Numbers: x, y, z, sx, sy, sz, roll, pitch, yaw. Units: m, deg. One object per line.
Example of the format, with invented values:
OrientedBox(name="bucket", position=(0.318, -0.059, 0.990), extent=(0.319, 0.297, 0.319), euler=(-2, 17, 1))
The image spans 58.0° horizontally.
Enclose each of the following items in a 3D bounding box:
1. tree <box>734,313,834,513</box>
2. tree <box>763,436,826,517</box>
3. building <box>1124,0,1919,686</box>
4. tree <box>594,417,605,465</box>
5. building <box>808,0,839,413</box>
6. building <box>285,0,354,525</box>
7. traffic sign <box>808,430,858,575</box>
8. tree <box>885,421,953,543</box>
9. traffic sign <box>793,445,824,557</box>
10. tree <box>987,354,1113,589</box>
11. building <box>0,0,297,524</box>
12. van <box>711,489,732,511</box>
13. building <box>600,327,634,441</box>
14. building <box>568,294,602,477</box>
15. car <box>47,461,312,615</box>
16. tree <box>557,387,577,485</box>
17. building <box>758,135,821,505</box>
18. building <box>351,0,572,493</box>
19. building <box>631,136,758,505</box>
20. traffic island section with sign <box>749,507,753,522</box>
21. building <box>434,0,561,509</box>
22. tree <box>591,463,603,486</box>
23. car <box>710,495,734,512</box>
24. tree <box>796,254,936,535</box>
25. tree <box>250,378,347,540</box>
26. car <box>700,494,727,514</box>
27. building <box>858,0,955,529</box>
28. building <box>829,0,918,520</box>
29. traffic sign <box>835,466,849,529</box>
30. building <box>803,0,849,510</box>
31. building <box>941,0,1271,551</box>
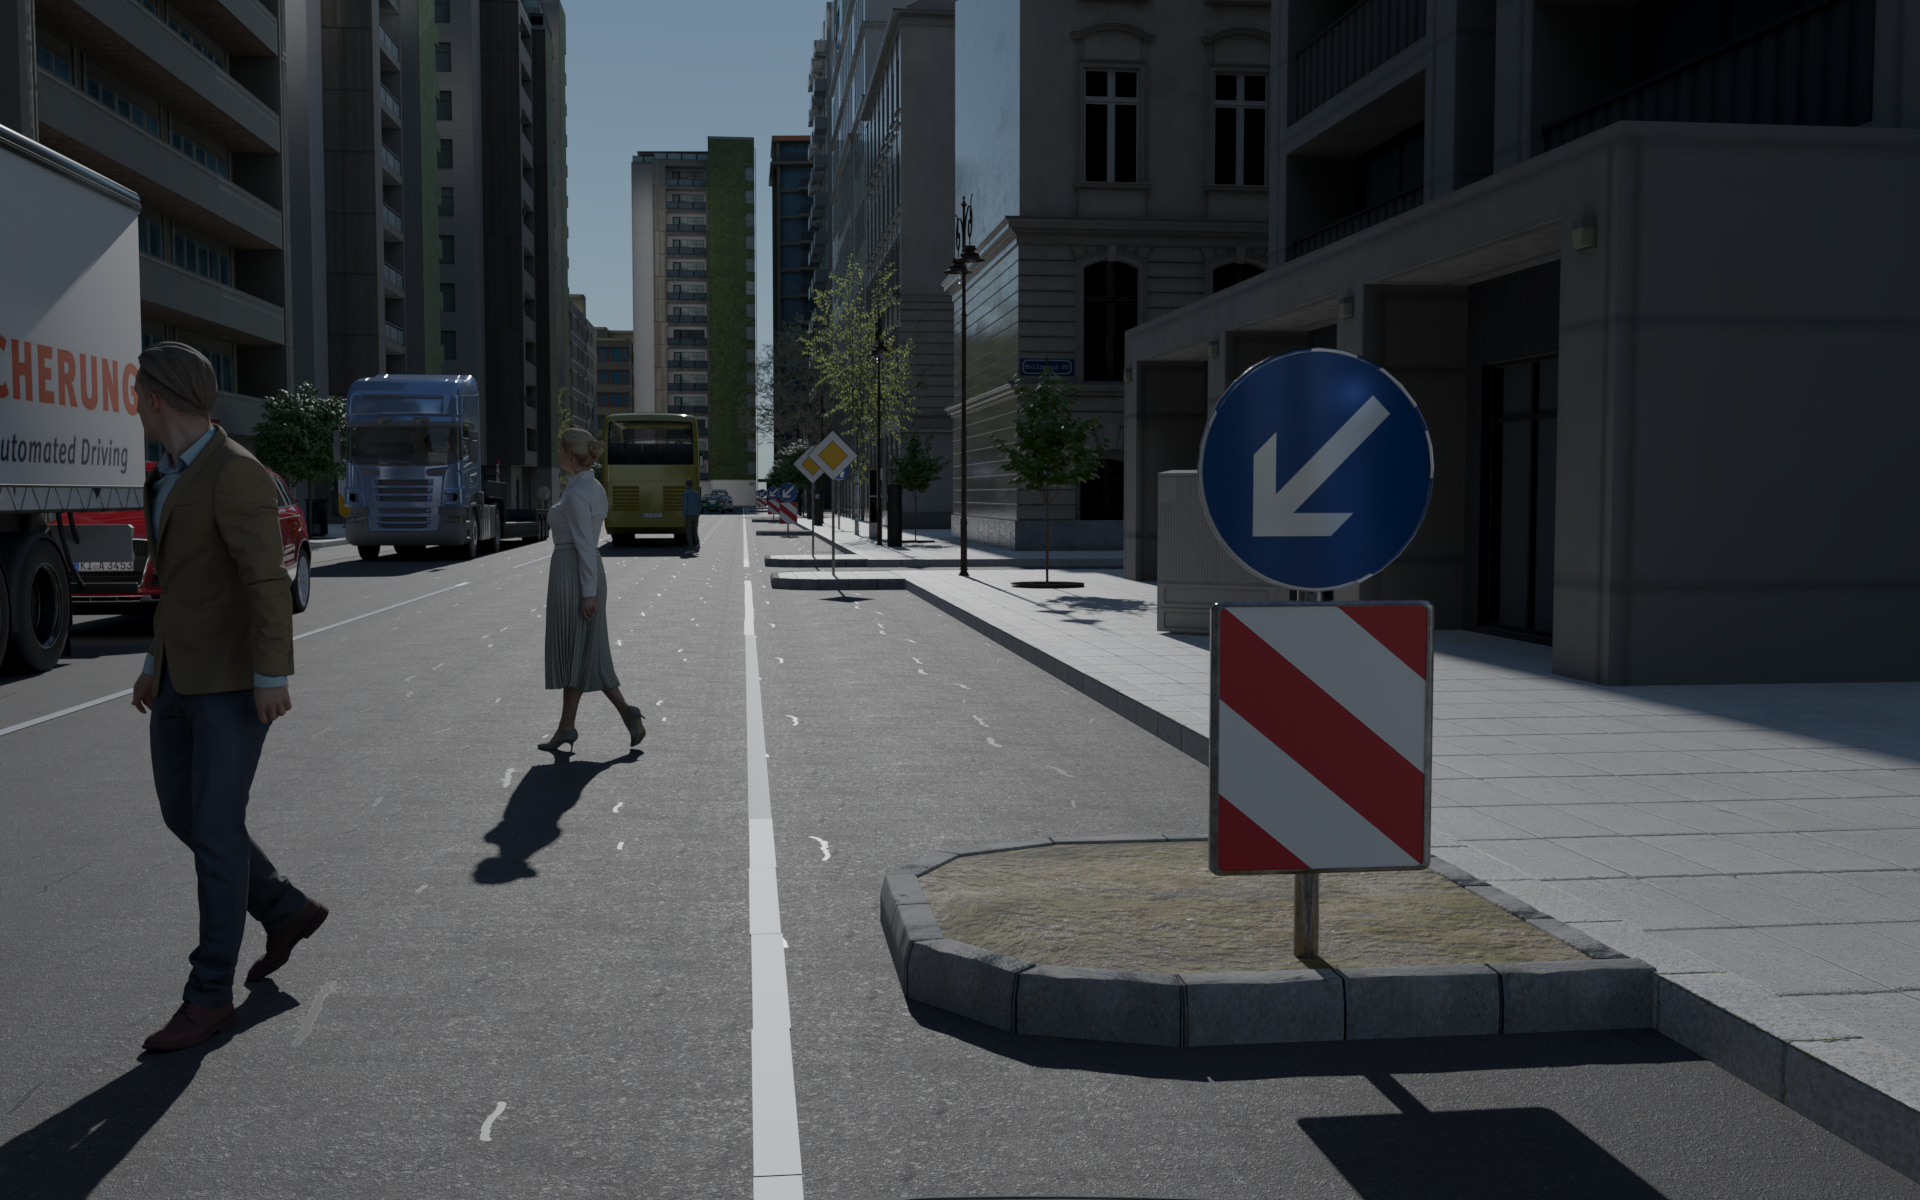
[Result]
OrientedBox(name="tree", position=(-10.078, -12.608, 116.510), extent=(12.009, 13.543, 11.850), euler=(0, 3, 0))
OrientedBox(name="tree", position=(-9.022, -7.035, 98.733), extent=(4.285, 4.588, 4.351), euler=(0, 3, 0))
OrientedBox(name="building", position=(13.880, -35.283, 15.136), extent=(20.563, 71.187, 20.611), euler=(0, 4, -7))
OrientedBox(name="tree", position=(-33.045, -13.103, 164.595), extent=(4.737, 8.622, 4.395), euler=(0, 3, 0))
OrientedBox(name="building", position=(-3.396, -33.642, 169.650), extent=(23.786, 49.044, 30.456), euler=(0, 4, -7))
OrientedBox(name="building", position=(-31.113, -23.970, 75.506), extent=(14.154, 41.232, 14.086), euler=(0, 4, -7))
OrientedBox(name="traffic sign", position=(-2.003, -1.448, 27.325), extent=(0.795, 2.450, 0.064), euler=(0, 4, -7))
OrientedBox(name="tree", position=(-1.241, -3.137, 45.897), extent=(1.663, 3.219, 1.824), euler=(0, 3, 0))
OrientedBox(name="traffic sign", position=(-2.997, -1.933, 35.248), extent=(0.795, 2.450, 0.064), euler=(0, 4, -7))
OrientedBox(name="tree", position=(1.097, -1.789, 23.852), extent=(1.663, 3.219, 1.824), euler=(0, 3, 0))
OrientedBox(name="building", position=(-30.744, -25.642, 42.949), extent=(21.300, 48.544, 21.600), euler=(0, 4, -7))
OrientedBox(name="van", position=(-20.797, -8.749, 150.052), extent=(2.013, 2.044, 4.112), euler=(0, 4, -6))
OrientedBox(name="building", position=(-52.629, -21.946, 203.856), extent=(28.899, 21.520, 27.650), euler=(0, 4, -7))
OrientedBox(name="building", position=(-50.760, -19.683, 166.857), extent=(28.899, 21.520, 27.650), euler=(0, 4, -7))
OrientedBox(name="car", position=(-8.734, -0.656, 19.406), extent=(2.281, 1.827, 5.304), euler=(-1, 4, -9))
OrientedBox(name="tree", position=(-26.454, -9.880, 111.897), extent=(4.360, 8.622, 3.978), euler=(0, 3, 0))
OrientedBox(name="building", position=(-9.739, -33.752, 206.470), extent=(28.867, 44.769, 22.147), euler=(0, 4, -7))
OrientedBox(name="building", position=(-38.917, -27.773, 137.680), extent=(14.154, 41.232, 14.086), euler=(0, 4, -7))
OrientedBox(name="building", position=(-30.640, -31.623, 200.633), extent=(14.086, 41.232, 14.154), euler=(0, 4, -7))
OrientedBox(name="traffic island section with sign", position=(-9.584, -4.852, 87.966), extent=(1.989, 1.847, 2.006), euler=(0, 4, -7))
OrientedBox(name="building", position=(-30.805, -19.988, 98.508), extent=(14.160, 30.474, 14.107), euler=(0, 4, -7))
OrientedBox(name="tree", position=(-31.681, -10.500, 155.382), extent=(4.285, 4.588, 4.351), euler=(0, 3, 0))
OrientedBox(name="car", position=(-19.103, -7.714, 138.483), extent=(2.083, 1.381, 4.827), euler=(-1, 4, -8))
OrientedBox(name="tree", position=(-3.007, -6.347, 54.136), extent=(4.360, 8.622, 3.978), euler=(0, 3, 0))
OrientedBox(name="tree", position=(-18.446, -3.995, 49.036), extent=(4.285, 4.588, 4.351), euler=(0, 3, 0))
OrientedBox(name="car", position=(-17.979, -6.972, 125.793), extent=(2.131, 1.459, 4.920), euler=(-1, 4, -9))
OrientedBox(name="building", position=(1.322, -13.606, 71.603), extent=(9.793, 20.994, 18.267), euler=(0, 4, -7))
OrientedBox(name="building", position=(-0.898, -19.478, 95.964), extent=(11.434, 29.767, 29.804), euler=(0, 4, -7))
OrientedBox(name="traffic sign", position=(-4.396, -3.839, 62.877), extent=(0.768, 2.556, 0.104), euler=(0, 4, -5))
OrientedBox(name="building", position=(-0.892, -50.440, 137.370), extent=(22.319, 86.520, 31.000), euler=(0, 4, -7))
OrientedBox(name="building", position=(17.395, -13.841, 45.393), extent=(34.723, 24.649, 14.460), euler=(0, 4, -7))
